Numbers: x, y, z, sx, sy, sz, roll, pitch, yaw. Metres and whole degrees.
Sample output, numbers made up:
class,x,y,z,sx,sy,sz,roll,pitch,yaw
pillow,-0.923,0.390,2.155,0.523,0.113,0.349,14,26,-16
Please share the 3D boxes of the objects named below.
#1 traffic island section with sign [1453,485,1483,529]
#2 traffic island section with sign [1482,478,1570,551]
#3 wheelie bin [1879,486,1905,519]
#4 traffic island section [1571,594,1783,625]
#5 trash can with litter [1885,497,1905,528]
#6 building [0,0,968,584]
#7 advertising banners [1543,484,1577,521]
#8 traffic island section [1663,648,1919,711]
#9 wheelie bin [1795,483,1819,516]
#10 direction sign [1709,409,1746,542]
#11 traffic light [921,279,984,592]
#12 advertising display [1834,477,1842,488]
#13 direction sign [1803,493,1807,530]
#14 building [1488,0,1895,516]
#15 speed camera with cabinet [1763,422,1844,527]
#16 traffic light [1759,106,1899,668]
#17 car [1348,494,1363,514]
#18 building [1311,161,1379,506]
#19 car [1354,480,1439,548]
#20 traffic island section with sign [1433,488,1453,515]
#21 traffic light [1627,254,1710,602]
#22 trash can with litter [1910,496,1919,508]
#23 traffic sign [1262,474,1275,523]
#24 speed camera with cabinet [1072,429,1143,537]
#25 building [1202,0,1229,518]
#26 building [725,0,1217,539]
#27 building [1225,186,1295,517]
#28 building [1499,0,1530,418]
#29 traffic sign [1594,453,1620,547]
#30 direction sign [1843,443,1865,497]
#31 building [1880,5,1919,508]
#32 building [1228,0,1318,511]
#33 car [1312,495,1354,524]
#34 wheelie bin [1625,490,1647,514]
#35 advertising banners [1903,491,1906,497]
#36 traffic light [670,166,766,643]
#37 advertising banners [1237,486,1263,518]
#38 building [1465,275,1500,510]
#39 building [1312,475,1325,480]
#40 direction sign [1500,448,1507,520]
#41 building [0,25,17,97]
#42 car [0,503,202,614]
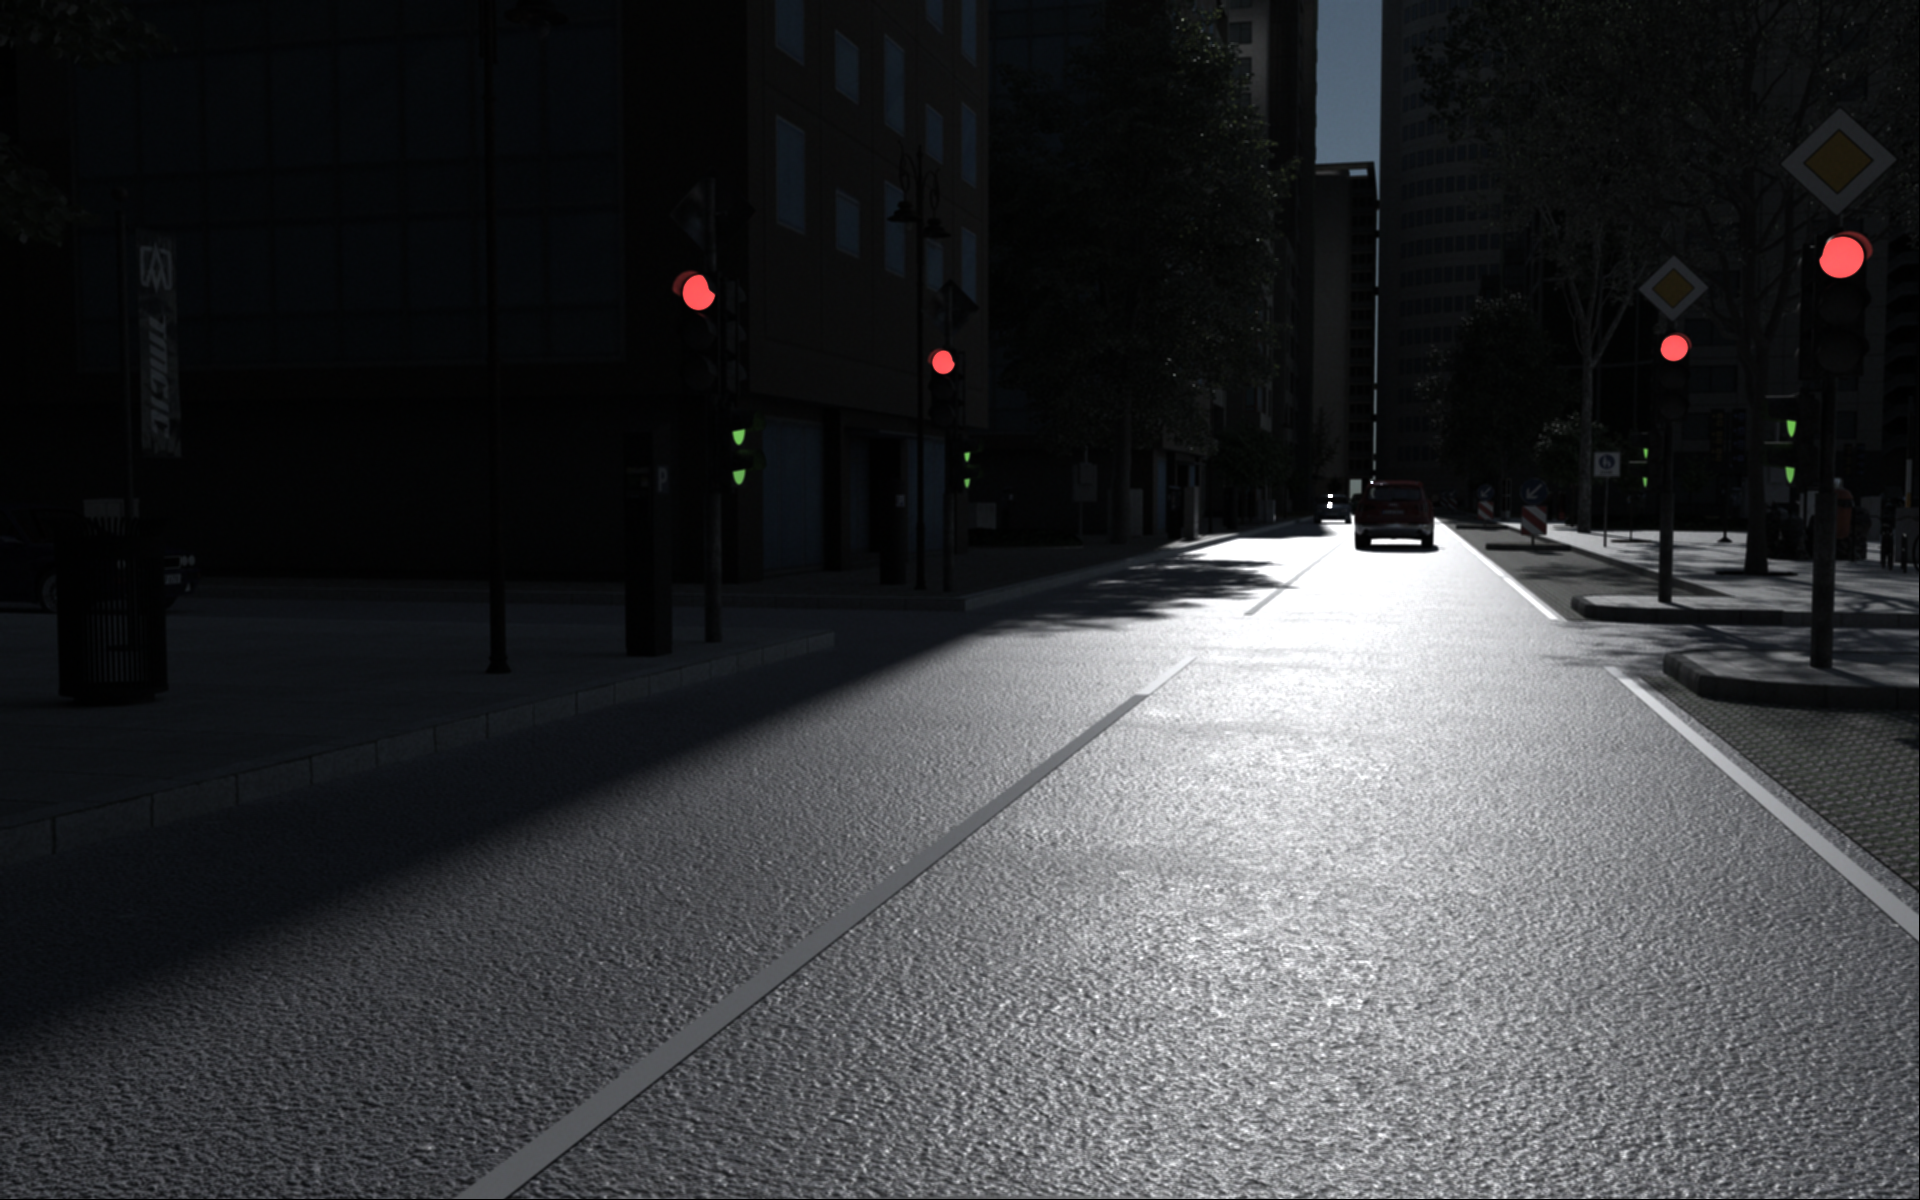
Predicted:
class,x,y,z,sx,sy,sz,roll,pitch,yaw
traffic island section with sign,21.341,-3.804,70.830,1.989,1.847,2.006,1,4,14
traffic island section with sign,14.540,-2.188,44.396,1.989,1.847,2.006,1,4,14
wheelie bin,38.655,-3.913,71.891,0.980,1.594,0.693,1,4,9
traffic island section,8.394,0.104,20.573,2.009,0.180,2.903,1,4,14
trash can with litter,35.379,-3.294,65.239,1.055,1.170,0.624,-2,4,-35
building,-7.835,-23.319,31.385,14.600,45.320,14.200,1,4,14
advertising banners,29.174,-5.372,84.025,2.074,3.025,0.090,-1,4,-20
traffic island section,6.405,0.578,12.839,2.009,0.180,2.903,1,4,14
wheelie bin,25.176,-2.651,51.245,0.693,1.594,0.980,0,4,-6
direction sign,20.372,-3.304,46.025,0.876,3.537,0.379,1,4,13
traffic light,-0.132,-2.062,22.627,0.839,4.253,0.868,1,4,14
advertising display,33.812,-3.784,67.077,0.974,1.923,0.123,-2,4,-35
direction sign,21.461,-3.176,43.930,0.379,3.537,0.876,3,4,36
building,44.851,-40.999,108.588,20.563,71.187,20.611,1,4,14
speed camera with cabinet,22.231,-3.145,45.760,2.038,3.252,0.660,1,4,11
traffic light,6.369,-1.456,12.734,0.839,4.253,0.868,1,4,14
car,29.674,-7.282,127.854,1.959,1.807,4.718,1,4,13
building,34.702,-30.763,194.854,23.993,40.220,32.217,1,4,14
car,11.931,-2.370,47.421,2.281,1.827,5.304,1,4,16
traffic island section with sign,33.904,-6.792,119.672,1.989,1.847,2.006,1,4,14
traffic light,8.358,-1.930,20.468,0.839,4.253,0.868,1,4,14
trash can with litter,46.502,-4.522,84.990,2.233,1.210,1.678,3,5,41
traffic sign,13.315,-4.610,75.474,0.768,2.556,0.104,1,4,19
speed camera with cabinet,4.384,-3.496,51.503,2.038,3.252,0.660,0,4,-4
building,1.759,-28.342,87.101,21.300,48.544,21.600,1,4,14
building,1.319,-25.108,60.622,14.600,45.320,14.200,1,4,14
building,7.080,-16.473,114.377,27.650,21.520,28.899,1,4,14
building,47.072,-27.150,127.505,14.154,41.232,14.086,1,4,14
traffic sign,15.641,-2.435,41.934,0.606,2.300,0.079,1,4,20
direction sign,39.962,-5.228,77.471,0.876,3.537,0.379,3,5,41
building,83.275,-30.467,148.251,14.200,45.320,14.600,1,4,14
building,19.693,-27.469,132.718,14.154,41.232,14.086,1,4,14
car,18.466,-4.507,85.685,2.014,1.417,4.499,1,4,14
wheelie bin,29.957,-4.207,76.692,0.980,1.594,0.693,-3,4,-36
advertising banners,42.950,-5.041,78.610,0.090,3.025,2.074,2,4,33
traffic light,-2.121,-1.589,14.893,0.839,4.253,0.868,1,4,14
advertising banners,15.783,-5.974,93.866,0.090,3.025,2.074,-2,4,-35
building,58.035,-18.496,147.445,27.650,21.520,28.899,1,4,14
building,19.064,-31.001,161.496,28.867,44.769,22.147,1,4,14
direction sign,27.077,-5.752,86.044,0.379,3.537,0.876,2,4,24
building,-21.461,-16.074,34.515,14.107,30.474,14.160,1,4,14
car,-11.224,-0.501,20.774,3.894,1.354,1.945,1,4,13
